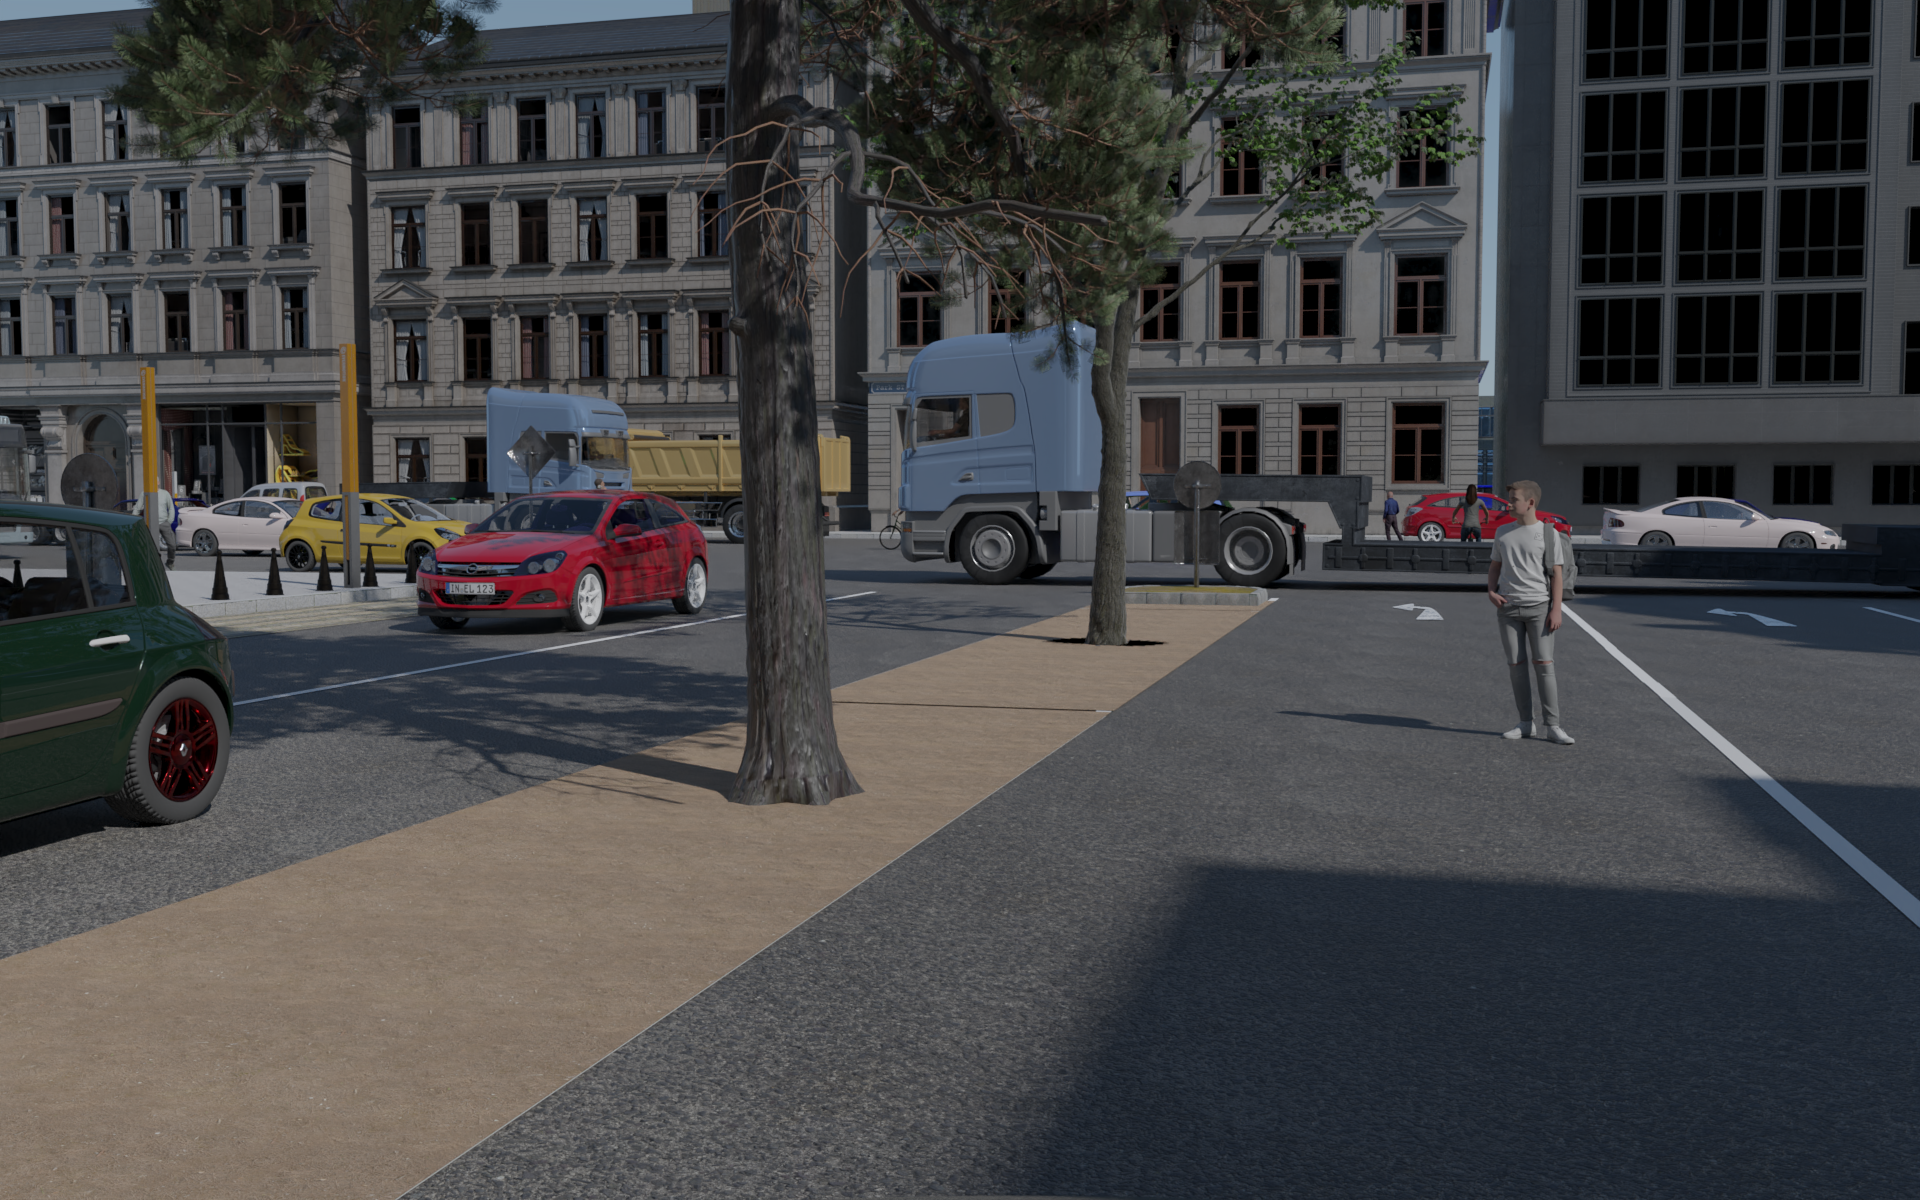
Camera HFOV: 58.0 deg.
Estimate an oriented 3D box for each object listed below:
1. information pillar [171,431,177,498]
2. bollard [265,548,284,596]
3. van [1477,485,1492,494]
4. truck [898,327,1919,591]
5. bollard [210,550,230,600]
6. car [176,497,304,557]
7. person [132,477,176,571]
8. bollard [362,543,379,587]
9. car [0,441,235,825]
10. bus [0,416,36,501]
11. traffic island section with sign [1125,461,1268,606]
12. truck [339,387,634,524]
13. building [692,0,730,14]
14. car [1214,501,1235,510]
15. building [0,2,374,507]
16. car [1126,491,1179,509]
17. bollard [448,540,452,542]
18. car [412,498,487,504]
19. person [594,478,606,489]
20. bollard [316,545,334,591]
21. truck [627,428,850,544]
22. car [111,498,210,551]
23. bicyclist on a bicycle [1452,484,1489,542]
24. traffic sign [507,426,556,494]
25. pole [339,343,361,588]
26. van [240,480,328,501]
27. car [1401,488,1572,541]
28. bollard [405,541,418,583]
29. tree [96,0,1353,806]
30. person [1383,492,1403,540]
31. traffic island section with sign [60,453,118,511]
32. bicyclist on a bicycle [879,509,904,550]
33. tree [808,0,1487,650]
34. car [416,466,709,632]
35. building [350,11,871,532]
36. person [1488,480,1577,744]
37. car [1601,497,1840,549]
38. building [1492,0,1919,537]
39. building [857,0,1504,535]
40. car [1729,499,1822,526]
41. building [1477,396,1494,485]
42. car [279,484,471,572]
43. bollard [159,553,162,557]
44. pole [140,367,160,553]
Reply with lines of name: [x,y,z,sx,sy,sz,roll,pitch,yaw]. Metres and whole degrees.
information pillar: [-29.000,-4.439,63.929,0.183,3.616,0.504,-2,4,-34]
bollard: [-8.704,-0.363,21.980,0.229,0.601,0.229,0,3,0]
van: [37.346,-7.293,123.626,2.240,2.365,5.245,1,4,16]
truck: [7.619,-2.225,26.135,18.799,4.110,2.967,1,4,17]
bollard: [-8.971,-0.303,20.987,0.229,0.601,0.229,0,3,0]
car: [-15.758,-1.696,40.095,4.827,1.381,2.083,1,4,15]
person: [-14.241,-1.316,30.510,0.782,1.767,0.515,-2,4,-26]
bollard: [-8.164,-0.484,23.961,0.229,0.601,0.229,0,3,0]
car: [-4.507,0.208,6.383,2.009,1.686,4.222,1,4,13]
bus: [-26.358,-2.684,38.744,13.247,3.499,2.948,1,4,16]
traffic island section with sign: [3.086,-0.920,23.184,2.006,1.907,1.989,1,4,15]
truck: [-17.038,-3.456,46.263,18.799,4.110,2.967,1,4,17]
building: [-11.424,-35.821,174.916,27.495,52.752,28.713,1,4,15]
car: [4.747,-1.888,40.457,3.694,1.707,1.945,1,4,16]
building: [-40.837,-13.545,72.367,40.483,20.767,10.553,1,4,15]
car: [4.590,-1.674,36.964,3.694,1.707,1.945,1,4,17]
bollard: [-7.624,-0.606,25.942,0.229,0.601,0.229,0,3,0]
car: [-14.149,-2.422,48.391,4.718,1.807,1.959,1,4,16]
person: [-8.545,-1.996,41.316,0.473,1.802,0.592,1,4,12]
bollard: [-8.432,-0.424,22.970,0.229,0.601,0.229,0,3,0]
truck: [-8.247,-3.387,51.307,9.791,3.379,3.469,1,4,15]
car: [-20.907,-1.949,44.454,3.894,1.354,1.945,1,4,16]
bicyclist on a bicycle: [9.264,-1.308,31.408,1.499,1.676,1.625,1,4,16]
traffic sign: [-6.292,-1.332,25.422,0.795,2.450,0.064,1,4,15]
pole: [-8.310,-1.819,23.589,0.158,3.312,0.155,0,3,0]
van: [-24.001,-3.253,60.204,4.112,2.044,2.013,1,4,17]
car: [14.379,-2.345,47.385,4.494,1.783,2.155,1,4,14]
bollard: [-7.893,-0.545,24.951,0.229,0.601,0.229,0,3,0]
tree: [-0.883,-5.098,7.860,6.751,12.117,7.091,0,3,0]
person: [11.314,-2.088,45.336,0.574,1.496,0.600,0,4,1]
traffic island section with sign: [-8.532,-0.455,16.061,1.989,1.847,2.006,1,4,15]
bicyclist on a bicycle: [-1.304,-2.096,44.294,1.625,1.676,1.499,1,4,15]
tree: [1.474,-5.367,15.963,9.928,11.665,9.643,0,3,0]
car: [-4.367,-0.642,19.529,2.155,1.783,4.494,1,4,15]
building: [-11.778,-12.280,65.409,19.286,19.102,10.561,1,4,15]
person: [3.348,0.061,10.100,0.503,1.515,0.523,0,4,6]
car: [16.646,-1.571,38.047,4.827,1.381,2.083,1,4,16]
building: [32.854,-14.415,54.757,30.058,24.678,14.314,1,4,15]
building: [7.703,-13.684,59.898,21.152,22.565,11.583,1,4,15]
car: [18.568,-1.780,41.687,3.894,1.354,1.945,1,4,14]
building: [78.012,-54.937,210.891,31.000,86.520,22.319,1,4,15]
car: [-10.604,-1.346,32.223,3.980,1.641,2.015,1,4,16]
bollard: [-9.247,-0.241,19.990,0.229,0.601,0.229,0,3,0]
pole: [-13.068,-2.086,27.945,0.158,3.312,0.155,0,3,0]
